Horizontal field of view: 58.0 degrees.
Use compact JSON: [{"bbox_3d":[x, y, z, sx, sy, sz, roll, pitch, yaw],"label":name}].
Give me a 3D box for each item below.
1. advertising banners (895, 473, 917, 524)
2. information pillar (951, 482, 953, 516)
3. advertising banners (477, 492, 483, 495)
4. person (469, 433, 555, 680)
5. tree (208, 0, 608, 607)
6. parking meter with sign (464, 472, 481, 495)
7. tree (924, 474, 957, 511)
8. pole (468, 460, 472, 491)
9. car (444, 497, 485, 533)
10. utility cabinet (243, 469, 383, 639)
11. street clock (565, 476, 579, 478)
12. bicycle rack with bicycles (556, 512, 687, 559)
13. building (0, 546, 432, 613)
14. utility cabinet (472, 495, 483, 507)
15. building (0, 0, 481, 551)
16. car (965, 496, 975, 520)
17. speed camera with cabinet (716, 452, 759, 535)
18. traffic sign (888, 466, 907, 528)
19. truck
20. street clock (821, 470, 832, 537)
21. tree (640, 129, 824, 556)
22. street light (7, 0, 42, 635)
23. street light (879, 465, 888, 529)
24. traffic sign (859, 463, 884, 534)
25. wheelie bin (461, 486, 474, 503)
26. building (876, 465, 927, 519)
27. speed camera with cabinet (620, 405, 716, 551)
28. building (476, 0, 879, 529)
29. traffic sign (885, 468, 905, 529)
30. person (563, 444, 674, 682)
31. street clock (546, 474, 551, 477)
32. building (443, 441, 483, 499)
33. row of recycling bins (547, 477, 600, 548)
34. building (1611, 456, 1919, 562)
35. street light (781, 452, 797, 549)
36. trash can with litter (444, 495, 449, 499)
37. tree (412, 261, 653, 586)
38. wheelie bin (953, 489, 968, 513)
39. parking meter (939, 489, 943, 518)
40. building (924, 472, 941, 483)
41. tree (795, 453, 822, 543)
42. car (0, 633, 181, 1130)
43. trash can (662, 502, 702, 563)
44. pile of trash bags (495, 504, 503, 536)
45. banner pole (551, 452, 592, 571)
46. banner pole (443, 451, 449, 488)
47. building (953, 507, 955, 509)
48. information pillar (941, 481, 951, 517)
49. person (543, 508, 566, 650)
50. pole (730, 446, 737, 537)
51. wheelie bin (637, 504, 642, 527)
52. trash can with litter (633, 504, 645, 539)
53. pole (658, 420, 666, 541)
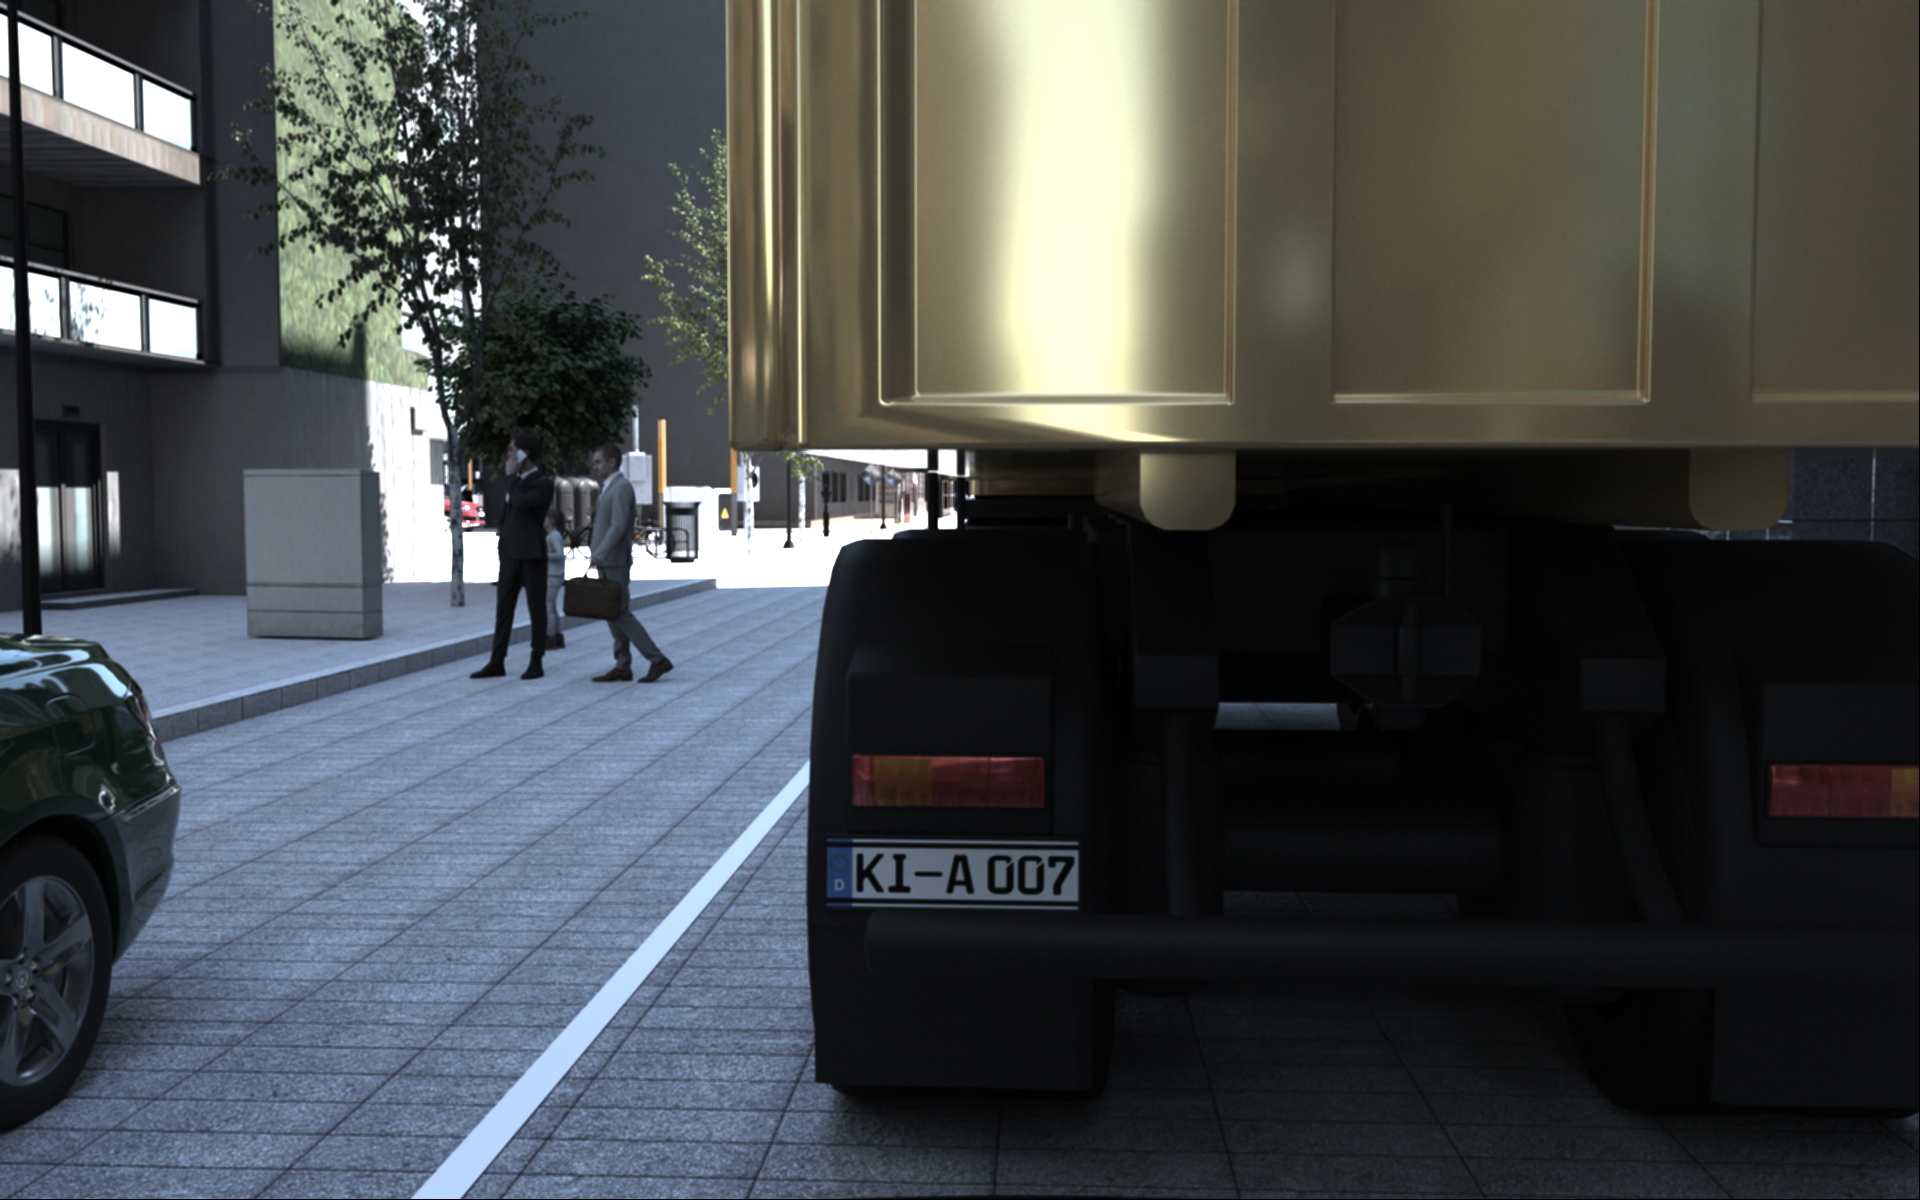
[{"bbox_3d":[-2.326,-4.853,75.541,0.090,3.025,2.074,2,4,29],"label":"advertising banners"},{"bbox_3d":[-0.586,-5.977,102.221,0.304,2.012,0.304,2,4,27],"label":"information pillar"},{"bbox_3d":[-37.084,-8.485,134.918,2.074,3.025,0.090,3,5,44],"label":"advertising banners"},{"bbox_3d":[-3.442,-0.341,13.443,0.648,1.900,0.474,2,4,34],"label":"person"},{"bbox_3d":[-5.814,-4.218,19.323,4.360,8.622,3.978,0,3,0],"label":"tree"},{"bbox_3d":[-37.796,-8.387,133.383,0.543,3.016,1.738,3,5,42],"label":"parking meter with sign"},{"bbox_3d":[-0.076,-13.169,132.317,9.611,12.733,9.660,0,3,0],"label":"tree"},{"bbox_3d":[-29.008,-6.653,102.621,0.158,3.312,0.155,0,3,0],"label":"pole"},{"bbox_3d":[-18.991,-3.102,59.398,5.304,1.827,2.281,0,4,2],"label":"car"},{"bbox_3d":[-5.736,-0.410,15.382,1.173,1.500,0.318,1,4,14],"label":"utility cabinet"},{"bbox_3d":[-12.543,-3.148,56.034,0.358,2.002,0.471,1,4,18],"label":"street clock"},{"bbox_3d":[-6.790,-1.297,34.581,2.925,0.926,2.852,-2,4,-29],"label":"bicycle rack with bicycles"},{"bbox_3d":[-15.609,-20.534,19.331,14.154,41.232,14.086,0,4,3],"label":"building"},{"bbox_3d":[-33.020,-6.605,119.145,1.020,1.237,0.306,0,4,4],"label":"utility cabinet"},{"bbox_3d":[-21.524,-22.264,47.606,14.086,41.232,14.154,0,4,3],"label":"building"},{"bbox_3d":[1.204,-5.303,99.070,2.083,1.381,4.827,0,4,2],"label":"car"},{"bbox_3d":[-7.227,-3.689,54.650,0.660,3.252,2.038,3,4,36],"label":"speed camera with cabinet"},{"bbox_3d":[-2.363,-3.995,65.431,0.768,2.556,0.104,1,4,12],"label":"traffic sign"},{"bbox_3d":[1.167,-0.719,7.674,3.469,3.379,9.791,0,4,4],"label":"truck"},{"bbox_3d":[-3.977,-2.868,51.461,0.358,2.002,0.471,0,4,-4],"label":"street clock"},{"bbox_3d":[-4.333,-5.188,35.180,4.737,8.622,4.395,0,3,0],"label":"tree"},{"bbox_3d":[-5.066,-2.308,10.282,1.470,5.913,1.316,0,4,3],"label":"street light"},{"bbox_3d":[-2.247,-5.523,62.842,1.470,5.913,1.316,0,4,3],"label":"street light"},{"bbox_3d":[-2.810,-3.145,55.058,0.795,2.450,0.064,0,4,3],"label":"traffic sign"},{"bbox_3d":[-20.530,-3.905,71.762,0.693,1.594,0.980,-2,4,-29],"label":"wheelie bin"},{"bbox_3d":[-7.231,-14.230,97.295,10.561,19.102,19.286,0,4,3],"label":"building"},{"bbox_3d":[-6.672,-2.739,39.124,2.038,3.252,0.660,-1,4,-23],"label":"speed camera with cabinet"},{"bbox_3d":[-10.220,-17.250,75.547,14.314,27.812,24.014,0,4,3],"label":"building"},{"bbox_3d":[-2.389,-3.632,63.032,0.795,2.450,0.064,0,4,3],"label":"traffic sign"},{"bbox_3d":[-2.639,-0.280,13.202,0.853,1.813,0.709,-2,4,-24],"label":"person"},{"bbox_3d":[-14.871,-3.563,62.826,0.358,2.002,0.471,2,4,33],"label":"street clock"},{"bbox_3d":[-53.128,-35.558,205.075,21.600,48.544,21.300,0,4,3],"label":"building"},{"bbox_3d":[-9.589,-2.118,41.746,1.069,1.692,3.534,1,4,11],"label":"row of recycling bins"},{"bbox_3d":[11.725,-12.337,19.727,12.078,24.808,19.932,0,4,3],"label":"building"},{"bbox_3d":[-3.474,-4.154,40.452,1.470,5.913,1.316,0,4,3],"label":"street light"},{"bbox_3d":[-26.170,-4.664,87.318,2.233,1.210,1.678,2,4,28],"label":"trash can with litter"},{"bbox_3d":[-6.010,-2.496,24.531,4.285,4.588,4.351,0,3,0],"label":"tree"},{"bbox_3d":[0.044,-6.575,115.406,0.980,1.594,0.693,0,4,-1],"label":"wheelie bin"},{"bbox_3d":[-1.094,-5.078,91.440,0.372,1.533,0.369,0,3,0],"label":"parking meter"},{"bbox_3d":[-9.665,-15.241,116.635,16.820,18.784,16.811,0,4,3],"label":"building"},{"bbox_3d":[-3.917,-5.805,45.282,4.360,8.622,3.978,0,3,0],"label":"tree"},{"bbox_3d":[-3.083,0.559,2.656,2.131,1.459,4.920,0,4,3],"label":"car"},{"bbox_3d":[-5.190,-1.267,32.361,0.748,1.137,0.748,0,3,0],"label":"trash can"},{"bbox_3d":[-12.658,-2.678,53.542,1.912,1.369,3.447,2,4,26],"label":"pile of trash bags"},{"bbox_3d":[-6.561,-2.376,28.857,0.863,3.779,0.401,0,4,5],"label":"banner pole"},{"bbox_3d":[-26.352,-6.071,89.279,0.401,3.779,0.863,2,4,26],"label":"banner pole"},{"bbox_3d":[-9.993,-30.471,152.817,22.147,44.769,28.867,0,4,3],"label":"building"},{"bbox_3d":[-0.861,-5.647,96.812,0.304,2.012,0.304,-2,4,-25],"label":"information pillar"},{"bbox_3d":[-3.790,-0.197,15.995,0.394,1.301,0.425,-3,5,-42],"label":"person"},{"bbox_3d":[-6.825,-3.570,52.221,0.158,3.312,0.155,0,3,0],"label":"pole"},{"bbox_3d":[-9.891,-2.689,51.880,0.693,1.594,0.980,1,4,12],"label":"wheelie bin"},{"bbox_3d":[-8.981,-2.221,47.698,0.624,1.170,1.055,-3,5,-43],"label":"trash can with litter"},{"bbox_3d":[-8.196,-3.291,47.650,0.158,3.312,0.155,0,3,0],"label":"pole"}]
